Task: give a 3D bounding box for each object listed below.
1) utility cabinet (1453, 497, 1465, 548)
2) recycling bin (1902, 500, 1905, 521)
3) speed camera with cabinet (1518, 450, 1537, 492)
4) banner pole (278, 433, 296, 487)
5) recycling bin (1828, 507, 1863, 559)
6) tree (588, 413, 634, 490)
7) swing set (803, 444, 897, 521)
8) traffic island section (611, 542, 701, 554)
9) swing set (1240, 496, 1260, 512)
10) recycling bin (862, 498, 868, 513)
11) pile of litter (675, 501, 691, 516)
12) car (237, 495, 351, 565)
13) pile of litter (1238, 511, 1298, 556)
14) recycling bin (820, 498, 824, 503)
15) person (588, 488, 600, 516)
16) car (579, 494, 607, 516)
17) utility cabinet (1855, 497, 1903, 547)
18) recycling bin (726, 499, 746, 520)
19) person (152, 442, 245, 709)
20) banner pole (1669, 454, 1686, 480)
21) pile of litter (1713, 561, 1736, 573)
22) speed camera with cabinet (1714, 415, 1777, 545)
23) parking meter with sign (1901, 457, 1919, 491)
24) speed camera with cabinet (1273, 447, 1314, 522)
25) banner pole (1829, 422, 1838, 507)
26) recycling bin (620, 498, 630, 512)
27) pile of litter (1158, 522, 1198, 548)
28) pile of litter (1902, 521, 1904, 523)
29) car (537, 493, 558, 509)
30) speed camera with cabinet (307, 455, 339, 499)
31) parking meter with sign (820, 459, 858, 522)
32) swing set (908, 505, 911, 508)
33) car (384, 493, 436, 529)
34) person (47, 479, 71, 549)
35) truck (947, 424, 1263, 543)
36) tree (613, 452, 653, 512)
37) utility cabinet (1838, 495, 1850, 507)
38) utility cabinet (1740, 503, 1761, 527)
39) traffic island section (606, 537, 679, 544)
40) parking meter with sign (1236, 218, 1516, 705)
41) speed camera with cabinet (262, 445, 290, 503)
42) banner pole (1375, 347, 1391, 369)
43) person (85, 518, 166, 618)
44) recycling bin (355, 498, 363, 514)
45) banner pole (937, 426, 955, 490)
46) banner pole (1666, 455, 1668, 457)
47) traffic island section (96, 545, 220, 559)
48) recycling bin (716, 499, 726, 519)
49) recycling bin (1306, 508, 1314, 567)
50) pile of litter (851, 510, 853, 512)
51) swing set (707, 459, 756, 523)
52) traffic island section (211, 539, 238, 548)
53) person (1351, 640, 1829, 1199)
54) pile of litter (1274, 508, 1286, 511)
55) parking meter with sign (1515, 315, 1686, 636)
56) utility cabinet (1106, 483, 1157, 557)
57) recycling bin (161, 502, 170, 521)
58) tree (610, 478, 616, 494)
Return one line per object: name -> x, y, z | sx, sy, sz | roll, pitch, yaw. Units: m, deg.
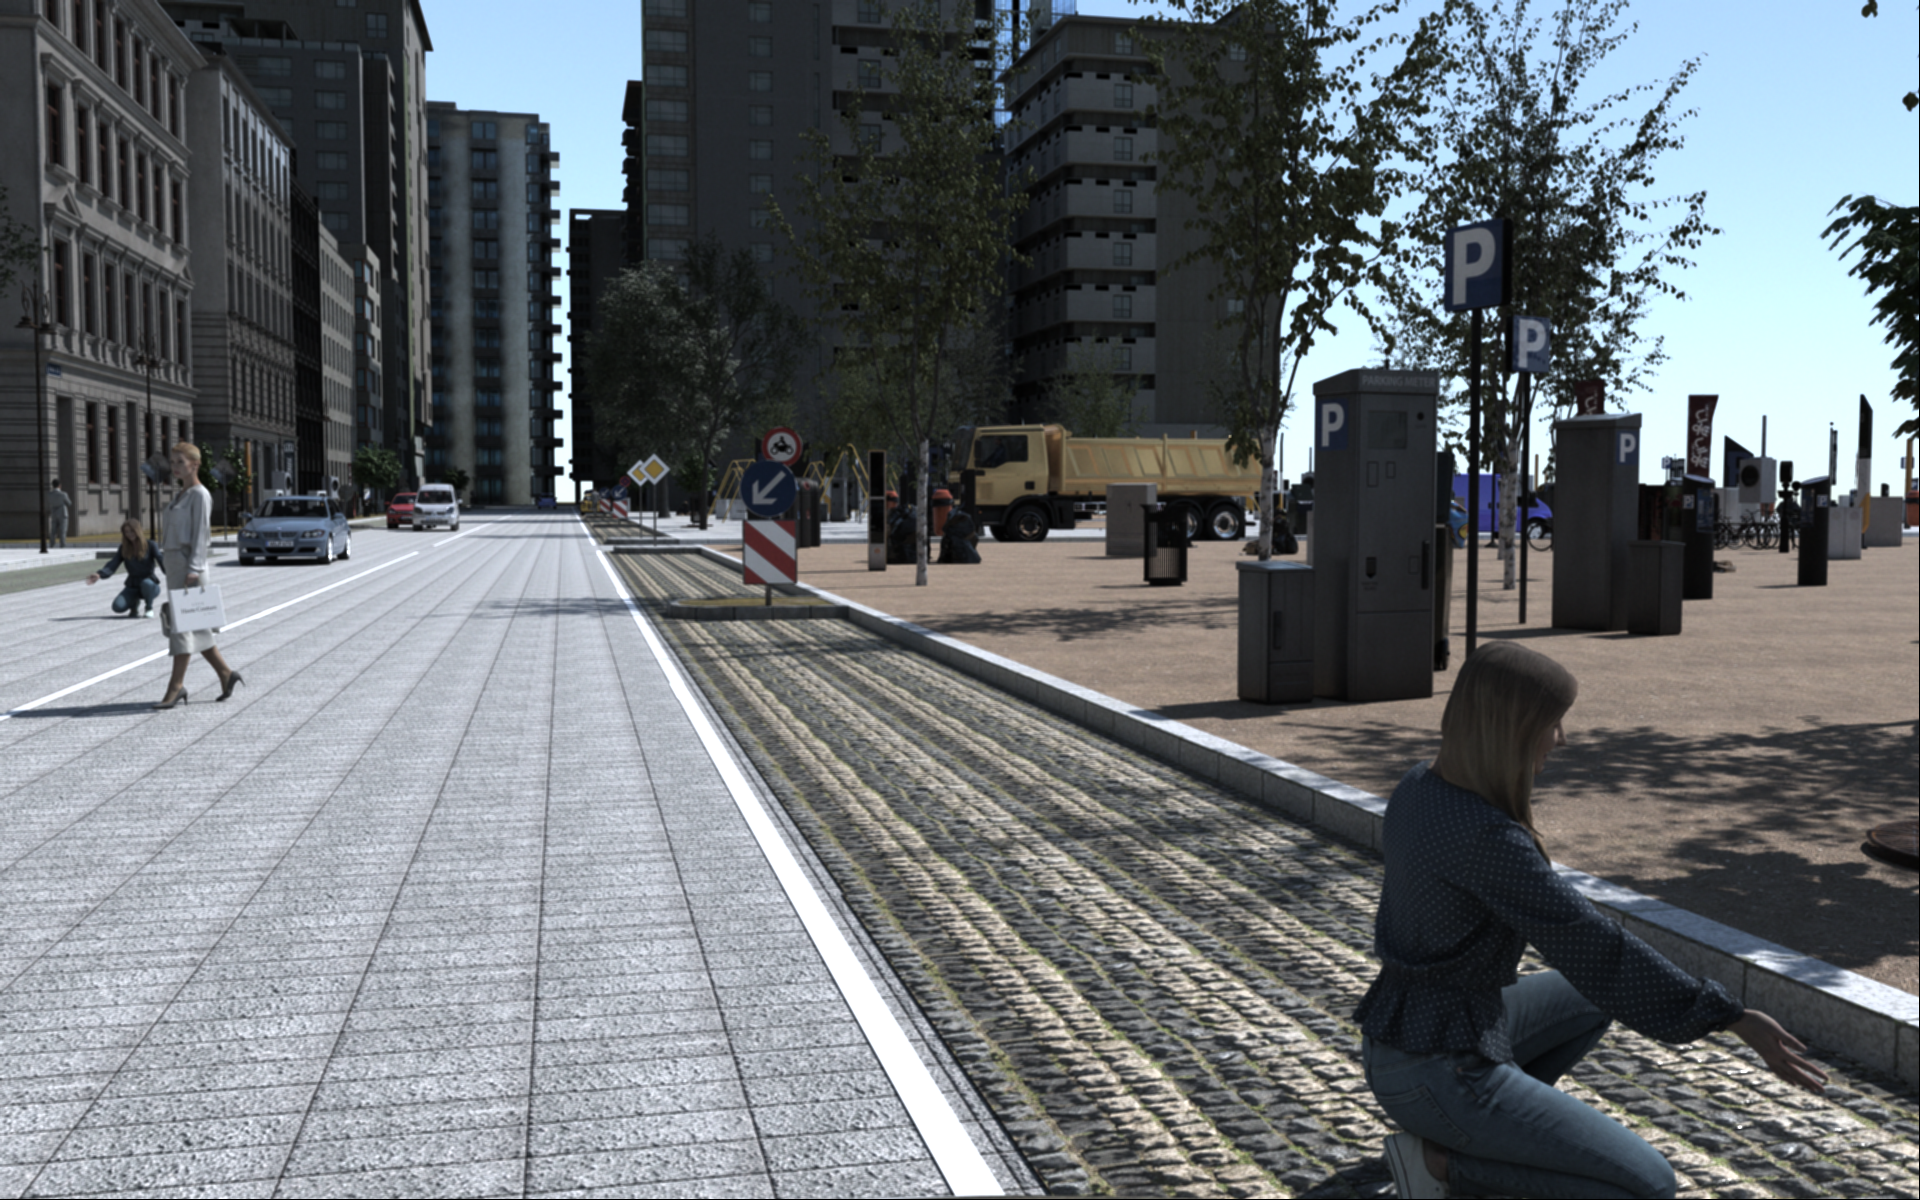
utility cabinet -> 11.469, -1.842, 41.285 | 1.020, 1.237, 0.306 | 0, 4, -3
recycling bin -> 42.636, -3.975, 77.553 | 0.722, 1.027, 0.722 | -1, 4, -13
speed camera with cabinet -> 25.663, -5.096, 77.656 | 0.660, 3.252, 2.038 | -1, 4, -11
banner pole -> -27.528, -4.938, 70.752 | 0.401, 3.779, 0.863 | 3, 5, 41
recycling bin -> 17.334, -1.330, 34.295 | 0.722, 1.027, 0.722 | 0, 4, 1
tree -> -29.008, -11.969, 146.049 | 4.360, 8.622, 3.978 | 0, 3, 0
swing set -> -3.700, -3.552, 55.690 | 2.862, 2.851, 3.119 | -1, 4, -9
traffic island section -> -7.439, -1.230, 42.384 | 2.009, 0.180, 2.903 | -1, 4, -13
swing set -> 13.646, -5.257, 83.568 | 2.862, 2.851, 3.119 | 0, 4, -3
recycling bin -> -6.319, -6.517, 119.106 | 0.722, 1.027, 0.722 | -2, 4, -28
pile of litter -> -16.224, -5.467, 103.353 | 1.719, 0.858, 1.176 | -2, 4, -26
car -> -13.965, -1.499, 36.503 | 2.014, 1.417, 4.499 | -1, 4, -12
pile of litter -> 6.525, -1.400, 36.847 | 1.719, 0.858, 1.176 | -3, 4, -36
recycling bin -> -8.648, -5.804, 107.447 | 0.722, 1.027, 0.722 | -1, 4, -10
person -> -22.889, -6.104, 108.422 | 0.709, 1.813, 0.853 | -3, 5, -40
car -> -24.626, -6.499, 116.488 | 2.015, 1.641, 3.980 | -1, 4, -11
utility cabinet -> 22.543, -1.918, 42.529 | 1.020, 1.237, 0.306 | 1, 4, 17
recycling bin -> -10.886, -4.415, 84.744 | 0.722, 1.027, 0.722 | -1, 4, -19
person -> -5.174, -0.176, 11.735 | 0.624, 1.780, 0.694 | -2, 4, -31
banner pole -> 44.491, -7.174, 107.304 | 0.401, 3.779, 0.863 | -3, 5, -42
pile of litter -> 12.363, -0.924, 29.077 | 1.176, 0.858, 1.719 | 1, 4, 12
speed camera with cabinet -> 19.690, -3.037, 43.993 | 0.660, 3.252, 2.038 | -2, 4, -24
parking meter with sign -> 44.316, -5.163, 80.676 | 0.543, 3.016, 1.738 | 1, 4, 15
speed camera with cabinet -> 13.972, -4.789, 72.628 | 2.038, 3.252, 0.660 | 1, 4, 18
banner pole -> 30.141, -4.271, 59.841 | 0.401, 3.779, 0.863 | 1, 4, 10
recycling bin -> -23.664, -6.712, 122.297 | 0.722, 1.027, 0.722 | -1, 4, -11
pile of litter -> 4.837, -1.701, 41.778 | 1.719, 0.858, 1.176 | 2, 4, 24
pile of litter -> 41.952, -3.777, 75.713 | 1.176, 0.858, 1.719 | -1, 4, -12
car -> -39.101, -9.445, 164.018 | 1.945, 1.707, 3.694 | -1, 4, -14
speed camera with cabinet -> -32.345, -5.726, 87.961 | 0.660, 3.252, 2.038 | 1, 4, 11
parking meter with sign -> -5.558, -5.069, 79.145 | 1.738, 3.016, 0.543 | 0, 4, 8
swing set -> -3.980, -5.795, 92.362 | 2.862, 2.851, 3.119 | -1, 4, -10
car -> -22.918, -3.877, 72.423 | 2.155, 1.783, 4.494 | -1, 4, -14
person -> -21.903, -2.047, 42.157 | 0.511, 1.800, 0.466 | -1, 4, -8
truck -> 3.717, -3.260, 49.223 | 9.791, 3.379, 3.469 | -1, 4, -12
tree -> -23.597, -8.679, 125.609 | 4.285, 4.588, 4.351 | 0, 3, 0
utility cabinet -> 52.875, -5.632, 103.244 | 1.020, 1.237, 0.306 | -1, 4, -13
utility cabinet -> 30.371, -3.556, 66.813 | 0.318, 1.500, 1.173 | -1, 4, -20
traffic island section -> -9.218, -1.706, 50.169 | 2.009, 0.180, 2.903 | -1, 4, -13
parking meter with sign -> 2.586, -0.895, 10.888 | 1.738, 3.016, 0.543 | -2, 4, -25
speed camera with cabinet -> -27.089, -4.545, 68.639 | 0.660, 3.252, 2.038 | 0, 4, -6
banner pole -> 7.279, -2.439, 29.894 | 0.401, 3.779, 0.863 | 0, 4, -4
person -> -9.489, -0.374, 20.111 | 1.012, 1.151, 0.738 | 0, 4, -5
recycling bin -> -37.805, -5.905, 109.105 | 0.722, 1.027, 0.722 | -3, 4, -36
banner pole -> -0.565, -4.513, 63.799 | 0.863, 3.779, 0.401 | 0, 4, 7
banner pole -> 45.731, -7.430, 111.494 | 0.863, 3.779, 0.401 | 2, 4, 29
traffic island section -> -18.448, -1.077, 39.883 | 2.009, 0.180, 2.903 | -1, 4, -13
recycling bin -> -11.968, -4.633, 88.307 | 0.722, 1.027, 0.722 | 2, 4, 31
recycling bin -> 5.636, -0.809, 25.787 | 0.722, 1.027, 0.722 | 3, 5, 39
pile of litter -> -8.236, -6.769, 124.633 | 1.176, 0.858, 1.719 | 1, 4, 21
swing set -> -9.944, -4.989, 79.194 | 2.862, 2.851, 3.119 | -2, 4, -24
traffic island section -> -20.227, -1.553, 47.668 | 2.009, 0.180, 2.903 | -1, 4, -13
person -> 1.150, 0.643, 3.485 | 0.738, 1.151, 1.012 | 0, 4, 3
pile of litter -> 10.403, -2.570, 55.983 | 1.719, 0.858, 1.176 | 2, 4, 35
parking meter with sign -> 6.013, -1.230, 16.373 | 0.543, 3.016, 1.738 | -2, 4, -32
utility cabinet -> 3.449, -1.610, 35.007 | 0.318, 1.500, 1.173 | -3, 4, -38
recycling bin -> -24.994, -2.620, 55.390 | 0.722, 1.027, 0.722 | 1, 4, 16
tree -> -36.152, -11.412, 181.188 | 1.663, 3.219, 1.824 | 0, 3, 0
